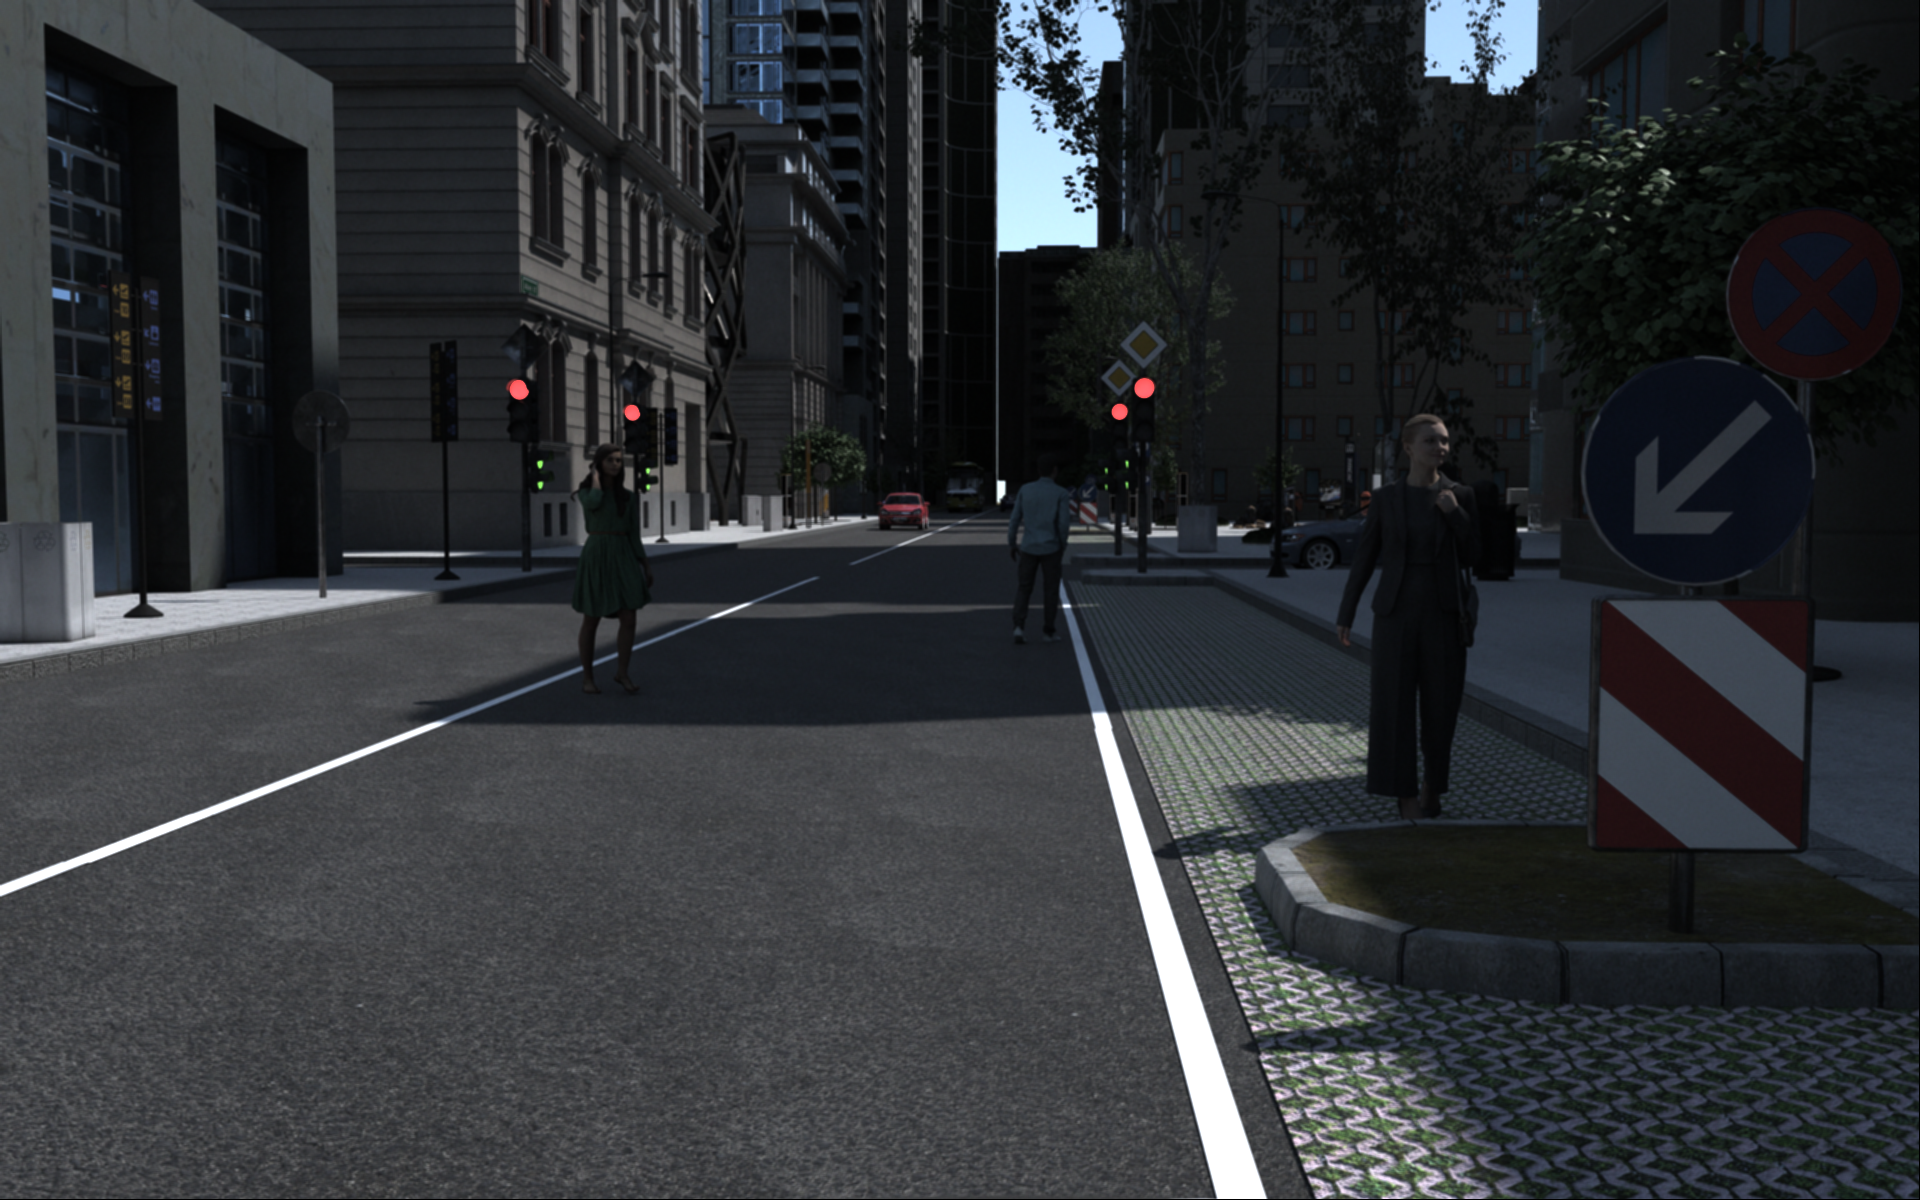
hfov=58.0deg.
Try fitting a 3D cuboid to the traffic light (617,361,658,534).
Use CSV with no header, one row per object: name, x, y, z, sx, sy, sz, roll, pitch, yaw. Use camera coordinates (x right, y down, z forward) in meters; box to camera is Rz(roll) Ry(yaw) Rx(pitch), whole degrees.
traffic light,-6.814,-2.911,36.514,0.839,4.253,0.868,0,4,2

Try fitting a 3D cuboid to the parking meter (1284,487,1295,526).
parking meter,11.702,-3.249,61.527,0.372,1.533,0.369,0,3,0

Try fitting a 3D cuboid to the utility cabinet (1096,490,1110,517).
utility cabinet,8.090,-5.322,95.696,1.173,1.500,0.318,-2,4,-26

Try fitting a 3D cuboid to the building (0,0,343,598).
building,-25.776,-42.923,14.460,31.000,86.520,22.319,0,4,2

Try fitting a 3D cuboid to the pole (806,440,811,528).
pole,-5.706,-4.361,65.148,0.158,3.312,0.155,0,3,0

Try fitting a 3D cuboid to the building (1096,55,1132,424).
building,21.128,-32.190,176.413,14.600,45.320,14.200,0,4,2

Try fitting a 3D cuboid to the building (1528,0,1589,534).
building,31.638,-26.145,47.078,30.456,49.044,23.786,0,4,2

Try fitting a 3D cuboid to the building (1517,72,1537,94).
building,70.348,-31.566,170.722,28.867,44.769,22.147,0,4,2

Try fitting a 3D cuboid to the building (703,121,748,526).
building,-17.405,-12.419,70.500,16.820,18.784,16.811,0,4,2

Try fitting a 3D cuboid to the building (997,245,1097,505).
building,11.380,-26.439,203.985,14.107,30.474,14.160,0,4,2

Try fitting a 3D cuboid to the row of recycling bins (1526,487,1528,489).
row of recycling bins,27.838,-4.456,79.966,3.534,1.692,1.069,0,4,4

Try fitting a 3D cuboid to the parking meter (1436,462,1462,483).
parking meter,8.097,-1.419,28.919,0.399,1.863,0.255,2,4,32

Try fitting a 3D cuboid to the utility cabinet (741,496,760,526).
utility cabinet,-8.311,-3.553,69.249,0.306,1.237,1.020,2,4,28

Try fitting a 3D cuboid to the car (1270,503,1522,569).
car,7.993,-1.221,31.968,4.499,1.417,2.014,0,4,1

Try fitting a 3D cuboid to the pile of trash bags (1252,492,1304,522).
pile of trash bags,15.012,-4.353,80.928,1.912,1.369,3.447,3,5,42

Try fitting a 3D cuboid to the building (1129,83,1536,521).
building,24.077,-15.360,96.174,27.650,21.520,28.899,0,4,2

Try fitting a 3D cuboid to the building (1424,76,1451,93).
building,43.355,-29.072,167.208,23.993,40.220,32.217,0,4,2

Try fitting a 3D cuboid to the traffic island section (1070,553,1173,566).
traffic island section,3.329,-0.852,36.216,2.009,0.180,2.903,0,4,2

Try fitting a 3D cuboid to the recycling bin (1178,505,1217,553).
recycling bin,5.238,-1.568,38.190,0.722,1.027,0.722,2,4,23

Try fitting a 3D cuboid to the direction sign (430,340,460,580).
direction sign,-7.695,-2.073,25.886,0.379,3.537,0.876,-3,5,-40

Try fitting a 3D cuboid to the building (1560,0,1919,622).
building,22.301,-10.128,10.632,27.650,21.520,28.899,0,4,2

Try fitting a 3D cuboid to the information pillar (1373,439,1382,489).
information pillar,17.626,-5.006,73.201,0.504,3.616,0.183,-3,5,-40

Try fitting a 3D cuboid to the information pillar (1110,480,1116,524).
information pillar,6.595,-4.258,74.109,0.304,2.012,0.304,1,4,15

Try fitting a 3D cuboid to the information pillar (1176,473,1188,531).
information pillar,7.704,-3.404,60.147,0.304,2.012,0.304,-1,4,-14

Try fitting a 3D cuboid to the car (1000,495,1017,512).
car,4.179,-7.786,139.888,1.945,1.354,3.894,0,4,4

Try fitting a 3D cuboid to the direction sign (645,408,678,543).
direction sign,-7.850,-3.275,45.551,0.876,3.537,0.379,-2,4,-26

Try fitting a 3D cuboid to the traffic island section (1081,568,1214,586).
traffic island section,2.991,-0.364,28.238,2.009,0.180,2.903,0,4,2

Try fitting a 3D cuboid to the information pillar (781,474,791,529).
information pillar,-6.463,-3.673,64.545,0.304,2.012,0.304,3,4,37

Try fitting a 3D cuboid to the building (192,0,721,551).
building,-15.543,-16.045,49.729,14.401,28.519,23.554,0,4,2

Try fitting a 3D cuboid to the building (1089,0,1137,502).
building,23.187,-51.365,152.490,22.319,86.520,31.000,0,4,2

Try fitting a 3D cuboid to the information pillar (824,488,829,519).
information pillar,-6.857,-5.155,88.772,0.304,2.012,0.304,0,4,-7

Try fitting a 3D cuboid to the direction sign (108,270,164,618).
direction sign,-8.530,-1.590,17.994,0.379,3.537,0.876,0,4,6

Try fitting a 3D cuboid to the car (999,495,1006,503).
car,4.743,-9.244,163.498,2.083,1.381,4.827,0,4,1

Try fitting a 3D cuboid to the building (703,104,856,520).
building,-13.596,-15.562,96.247,13.314,21.916,24.055,0,4,2

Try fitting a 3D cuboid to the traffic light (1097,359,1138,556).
traffic light,3.289,-2.886,36.104,0.839,4.253,0.868,0,4,2

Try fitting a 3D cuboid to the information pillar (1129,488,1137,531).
information pillar,6.164,-3.459,61.042,0.304,2.012,0.304,2,4,32

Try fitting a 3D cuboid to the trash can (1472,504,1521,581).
trash can,7.935,-0.862,25.754,0.748,1.137,0.748,0,3,0

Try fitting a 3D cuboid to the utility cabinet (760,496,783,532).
utility cabinet,-6.419,-2.950,59.387,0.306,1.237,1.020,1,4,19

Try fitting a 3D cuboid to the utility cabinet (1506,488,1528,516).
utility cabinet,22.172,-3.651,68.372,1.173,1.500,0.318,-1,4,-16

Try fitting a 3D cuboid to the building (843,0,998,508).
building,-5.994,-46.951,205.900,20.611,71.187,20.563,0,4,2

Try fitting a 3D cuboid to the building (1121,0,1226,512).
building,21.619,-42.140,127.244,20.563,71.187,20.611,0,4,2

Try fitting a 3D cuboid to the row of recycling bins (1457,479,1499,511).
row of recycling bins,13.543,-2.547,48.763,3.534,1.692,1.069,-1,4,-20

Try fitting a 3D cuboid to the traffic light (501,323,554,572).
traffic light,-7.151,-2.423,28.536,0.839,4.253,0.868,0,4,2

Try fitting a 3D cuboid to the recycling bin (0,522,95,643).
recycling bin,-8.103,-0.163,15.223,0.722,1.027,0.722,-1,4,-9

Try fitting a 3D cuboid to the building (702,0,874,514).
building,-17.077,-49.735,125.845,22.319,86.520,31.000,0,4,2

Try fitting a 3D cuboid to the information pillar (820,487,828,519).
information pillar,-6.895,-5.879,87.477,0.504,3.616,0.183,3,4,38

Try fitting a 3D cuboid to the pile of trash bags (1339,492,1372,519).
pile of trash bags,15.558,-3.480,66.658,1.912,1.369,3.447,1,4,14

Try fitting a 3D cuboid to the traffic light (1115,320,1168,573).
traffic light,2.952,-2.398,28.126,0.839,4.253,0.868,0,4,2
